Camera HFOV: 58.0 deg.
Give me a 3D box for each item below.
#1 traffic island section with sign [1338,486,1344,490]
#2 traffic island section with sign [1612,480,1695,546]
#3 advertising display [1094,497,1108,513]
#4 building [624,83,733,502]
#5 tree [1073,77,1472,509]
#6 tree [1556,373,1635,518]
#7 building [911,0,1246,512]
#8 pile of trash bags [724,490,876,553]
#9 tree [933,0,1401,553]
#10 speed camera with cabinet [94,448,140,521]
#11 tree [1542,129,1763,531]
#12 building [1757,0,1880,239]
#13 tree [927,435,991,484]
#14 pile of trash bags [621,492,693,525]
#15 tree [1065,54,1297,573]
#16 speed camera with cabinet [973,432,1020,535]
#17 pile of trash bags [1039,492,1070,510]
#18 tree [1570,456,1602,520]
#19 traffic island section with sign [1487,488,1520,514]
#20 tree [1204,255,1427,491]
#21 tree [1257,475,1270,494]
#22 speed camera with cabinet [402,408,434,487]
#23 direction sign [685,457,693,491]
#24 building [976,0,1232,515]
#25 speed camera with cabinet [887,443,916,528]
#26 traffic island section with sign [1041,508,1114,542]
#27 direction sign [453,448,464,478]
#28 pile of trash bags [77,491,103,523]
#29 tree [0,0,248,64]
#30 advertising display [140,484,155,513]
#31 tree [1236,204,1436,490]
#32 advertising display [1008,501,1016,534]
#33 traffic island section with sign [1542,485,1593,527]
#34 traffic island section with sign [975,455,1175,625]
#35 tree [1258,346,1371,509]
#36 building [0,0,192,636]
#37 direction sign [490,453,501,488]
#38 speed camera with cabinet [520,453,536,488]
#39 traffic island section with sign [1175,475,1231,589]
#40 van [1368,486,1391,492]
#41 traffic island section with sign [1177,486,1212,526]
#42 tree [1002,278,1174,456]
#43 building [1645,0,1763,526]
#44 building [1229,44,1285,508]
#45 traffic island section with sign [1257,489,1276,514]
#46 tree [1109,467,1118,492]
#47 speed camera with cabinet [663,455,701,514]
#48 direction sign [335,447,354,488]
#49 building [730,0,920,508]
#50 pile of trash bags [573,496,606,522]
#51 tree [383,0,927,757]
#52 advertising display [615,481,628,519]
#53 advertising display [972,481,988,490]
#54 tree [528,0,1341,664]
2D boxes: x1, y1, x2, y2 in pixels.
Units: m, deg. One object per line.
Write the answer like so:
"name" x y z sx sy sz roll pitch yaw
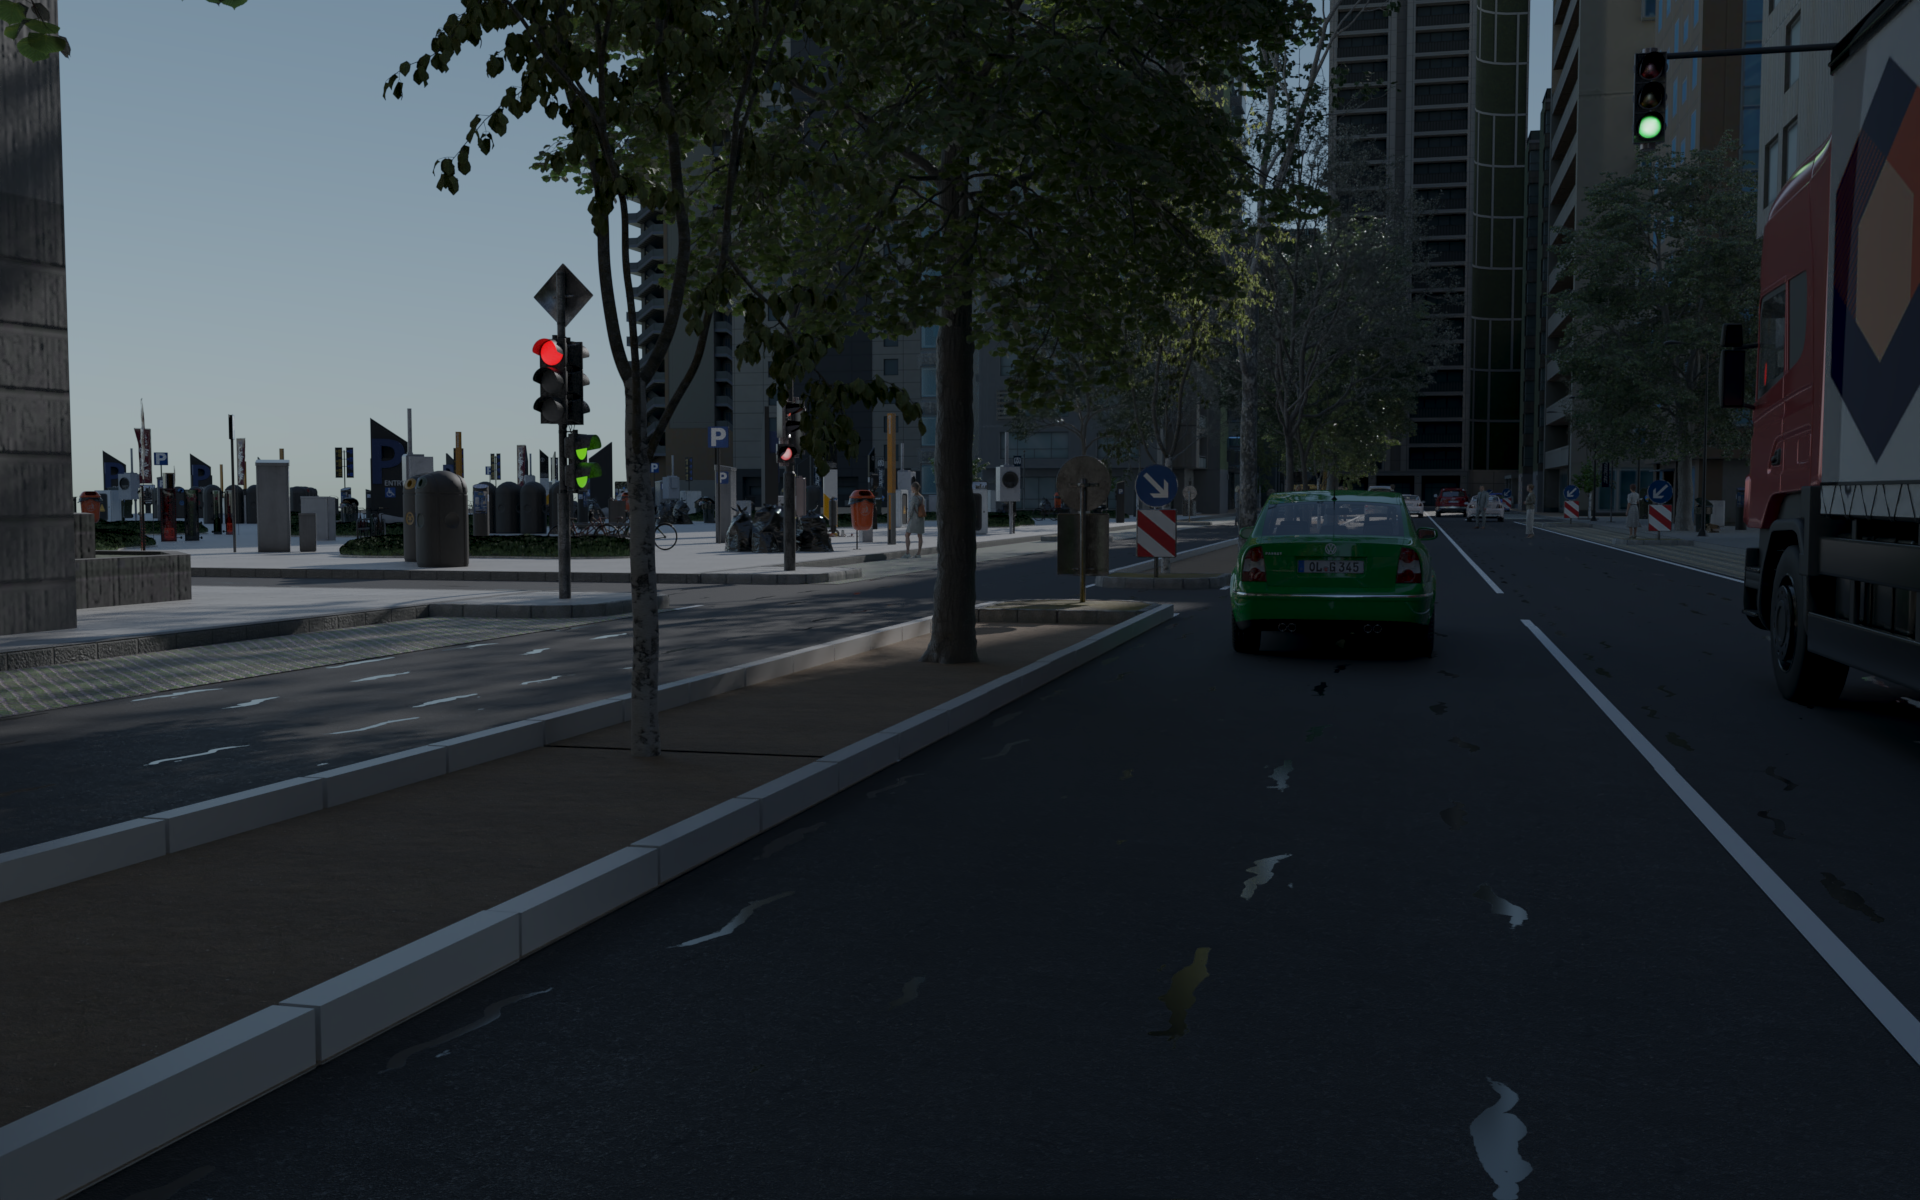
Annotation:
"traffic island section with sign" 21.979 -5.610 99.862 2.006 1.907 1.989 1 4 14
"traffic island section with sign" 19.538 -2.463 48.900 1.989 1.847 2.006 1 4 14
"advertising display" 6.135 -4.389 76.972 0.974 1.923 0.123 2 4 34
"building" -25.703 -32.574 182.689 14.200 45.320 14.600 1 4 14
"tree" 9.821 -8.466 51.239 12.009 13.543 11.850 0 3 0
"tree" 33.751 -8.666 92.044 4.360 8.622 3.978 0 3 0
"building" 9.924 -31.397 132.957 23.786 49.044 30.456 1 4 14
"pile of trash bags" -3.485 -1.794 39.090 3.447 1.369 1.912 -2 4 -30
"tree" 5.301 -11.003 38.251 12.611 20.169 13.585 0 3 0
"speed camera with cabinet" -36.398 -4.918 74.737 2.038 3.252 0.660 1 4 19
"tree" 25.257 -9.394 60.254 9.857 13.997 8.962 0 3 0
"building" 32.235 -27.134 32.878 27.495 52.752 28.713 1 4 14
"tree" -0.210 -3.337 49.168 1.663 3.219 1.824 0 3 0
"pile of trash bags" -12.833 -3.930 74.004 1.912 1.369 3.447 -2 4 -34
"tree" 3.377 -4.601 28.052 4.360 8.622 3.978 0 3 0
"speed camera with cabinet" 0.862 -3.710 54.993 2.038 3.252 0.660 -1 4 -13
"pile of trash bags" 5.283 -5.225 95.189 1.912 1.369 3.447 0 4 -2
"tree" 31.686 -5.692 87.668 1.663 3.219 1.824 0 3 0
"traffic island section with sign" 38.792 -7.018 123.367 1.989 1.847 2.006 1 4 14
"tree" 12.842 -7.755 63.665 8.767 10.594 7.601 1 4 14
"tree" 26.620 -9.780 154.510 1.663 3.219 1.824 0 3 0
"speed camera with cabinet" -12.176 -2.765 39.539 0.660 3.252 2.038 -2 4 -32
"direction sign" -16.572 -6.969 105.943 0.379 3.537 0.876 -3 4 -37
"building" 9.471 -26.091 110.178 14.154 41.232 14.086 1 4 14
"speed camera with cabinet" -2.243 -4.435 66.854 0.660 3.252 2.038 1 4 15
"traffic island section with sign" 3.625 -2.699 52.763 1.989 1.847 2.006 1 4 14
"direction sign" -24.643 -5.701 85.200 0.379 3.537 0.876 1 4 16
"pile of trash bags" -26.234 -2.409 49.146 3.447 1.369 1.912 -2 4 -34
"tree" -3.308 -5.030 2.831 7.486 12.596 7.792 0 3 0
"advertising display" -54.139 -6.742 115.438 0.974 1.923 0.123 -3 5 -45
"tree" 16.585 -10.281 77.207 9.857 13.997 8.962 0 3 0
"advertising display" 1.704 -3.135 56.477 0.123 1.923 0.974 0 4 -6
"traffic island section with sign" 26.293 -4.059 74.998 1.989 1.847 2.006 1 4 14
"traffic island section with sign" 1.302 -0.722 19.938 2.006 1.907 1.989 1 4 14
"tree" 14.539 -7.152 69.749 4.737 8.622 4.395 0 3 0
"building" -23.126 -28.865 13.942 28.212 58.520 21.231 1 4 14
"direction sign" -25.835 -6.387 96.419 0.876 3.537 0.379 3 4 38
"speed camera with cabinet" -21.470 -5.526 84.678 0.660 3.252 2.038 -3 5 -41
"traffic island section with sign" 3.166 -1.160 27.107 2.006 1.907 1.989 1 4 14
"van" 22.199 -5.161 91.389 2.013 2.044 4.112 1 4 14
"traffic island section with sign" 10.555 -4.337 79.540 1.989 1.847 2.006 1 4 14
"tree" 5.132 -8.267 69.575 7.601 10.594 8.767 1 4 12
"building" 37.763 -25.884 73.315 14.600 45.320 14.200 1 4 14
"building" 15.494 -52.309 167.929 31.000 86.520 22.319 1 4 14
"traffic island section with sign" 22.949 -7.268 127.461 1.989 1.847 2.006 1 4 14
"tree" 8.653 -6.596 102.448 1.663 3.219 1.824 0 3 0
"speed camera with cabinet" -14.258 -5.781 88.857 2.038 3.252 0.660 -3 5 -44
"direction sign" -29.779 -5.617 83.840 0.876 3.537 0.379 0 4 -3
"building" -9.665 -45.025 174.410 20.611 71.187 20.563 1 4 14
"pile of trash bags" -16.838 -4.311 80.238 3.447 1.369 1.912 -1 4 -9
"tree" -1.734 -3.433 8.949 4.737 8.622 4.395 0 3 0
"advertising display" -16.845 -4.980 86.635 0.974 1.923 0.123 2 4 27
"advertising display" 0.903 -4.966 86.404 0.974 1.923 0.123 -1 4 -21
"tree" -0.053 -5.762 14.799 7.486 12.596 7.792 0 3 0
